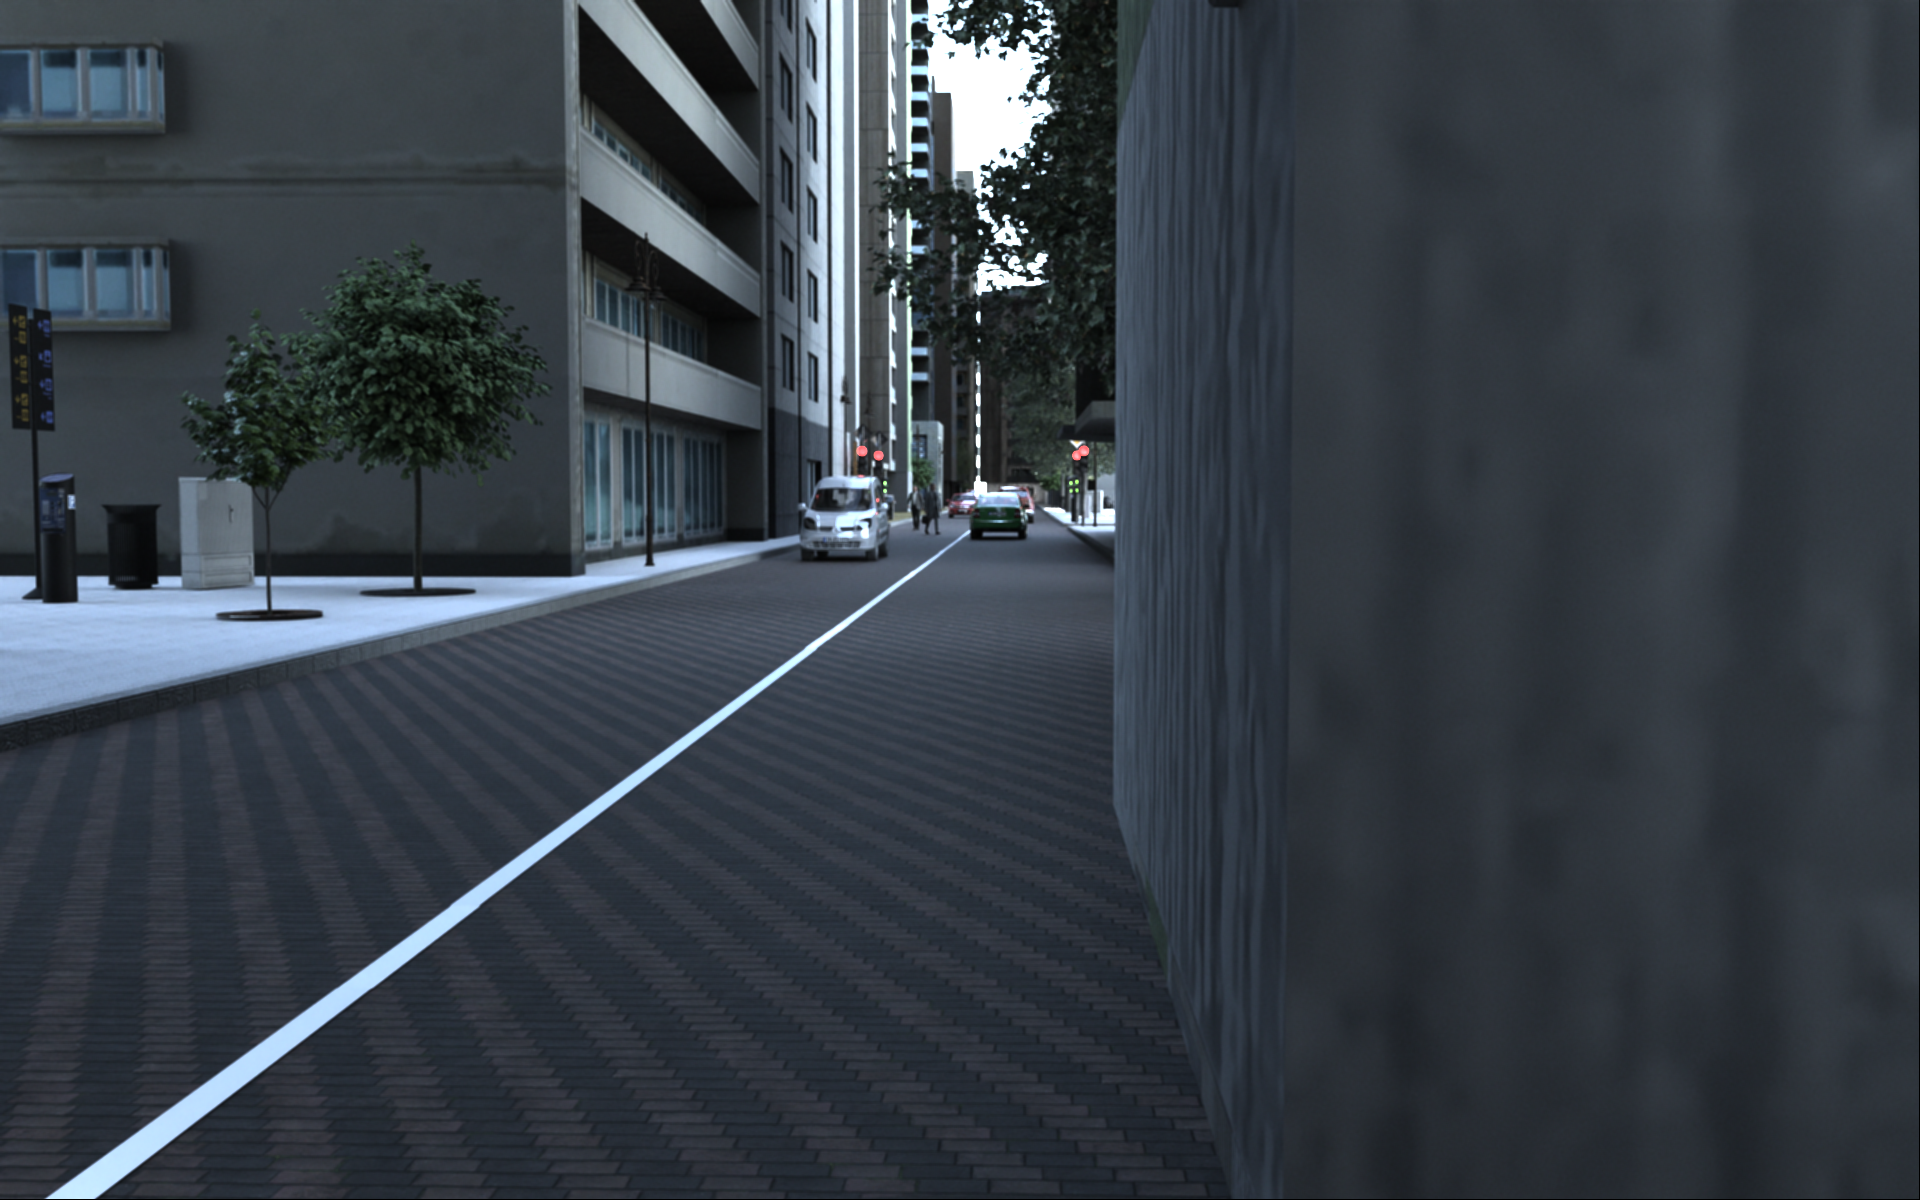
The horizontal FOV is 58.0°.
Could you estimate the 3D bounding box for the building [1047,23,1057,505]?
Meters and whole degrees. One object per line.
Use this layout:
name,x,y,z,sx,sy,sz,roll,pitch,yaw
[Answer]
building,21.311,-40.996,212.289,21.231,58.520,28.212,0,4,2

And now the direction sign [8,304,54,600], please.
direction sign,-11.277,-1.781,21.109,0.379,3.537,0.876,0,4,1

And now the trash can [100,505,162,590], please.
trash can,-11.181,-0.719,23.401,0.748,1.137,0.748,0,3,0

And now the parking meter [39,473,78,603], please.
parking meter,-10.657,-0.738,20.470,0.372,1.533,0.369,0,3,0

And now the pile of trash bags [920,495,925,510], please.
pile of trash bags,-3.356,-7.851,138.109,1.912,1.369,3.447,2,4,30

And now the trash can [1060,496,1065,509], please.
trash can,8.613,-8.104,144.156,0.748,1.137,0.748,0,3,0

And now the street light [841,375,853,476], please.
street light,-4.434,-5.762,66.995,0.468,5.910,1.993,0,4,2

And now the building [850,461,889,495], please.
building,-20.407,-24.593,93.980,32.217,40.220,23.993,0,4,2

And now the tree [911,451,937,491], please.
tree,-3.424,-9.001,130.884,4.285,4.588,4.351,0,3,0

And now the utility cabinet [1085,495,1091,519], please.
utility cabinet,6.730,-4.902,91.314,0.306,1.237,1.020,0,4,7

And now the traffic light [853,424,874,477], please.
traffic light,-3.841,-4.886,68.808,0.839,4.253,0.868,0,4,2

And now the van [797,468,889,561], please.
van,-2.533,-1.927,38.511,2.013,2.044,4.112,0,4,2

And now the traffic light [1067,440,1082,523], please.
traffic light,5.142,-5.357,76.503,0.839,4.253,0.868,0,4,2

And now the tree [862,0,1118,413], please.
tree,3.943,-6.499,23.273,9.611,12.733,9.660,0,3,0

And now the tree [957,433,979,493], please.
tree,0.185,-15.320,200.837,4.737,8.622,4.395,0,3,0

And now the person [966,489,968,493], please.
person,0.545,-6.993,123.241,0.834,1.777,0.661,-1,4,-18

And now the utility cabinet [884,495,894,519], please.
utility cabinet,-3.860,-4.669,87.504,1.020,1.237,0.306,-2,4,-24

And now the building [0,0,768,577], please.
building,-16.288,-25.226,36.143,21.300,48.544,21.600,0,4,2

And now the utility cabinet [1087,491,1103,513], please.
utility cabinet,8.782,-6.432,113.838,1.173,1.500,0.318,2,4,28

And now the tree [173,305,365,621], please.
tree,-7.299,-1.425,17.900,1.663,3.219,1.824,0,3,0

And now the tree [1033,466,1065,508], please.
tree,8.243,-10.498,155.356,4.285,4.588,4.351,0,3,0

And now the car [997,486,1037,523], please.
car,2.692,-4.757,86.458,2.281,1.827,5.304,0,4,3

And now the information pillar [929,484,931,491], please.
information pillar,-1.955,-7.130,121.065,0.304,2.012,0.304,1,4,13

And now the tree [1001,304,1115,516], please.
tree,7.587,-13.043,119.914,9.857,13.997,8.962,0,3,0

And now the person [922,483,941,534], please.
person,-0.971,-3.243,61.630,0.694,1.812,0.767,-2,4,-27

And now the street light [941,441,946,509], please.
street light,-1.444,-10.855,150.272,0.468,5.910,1.993,0,4,2

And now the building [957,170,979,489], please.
building,-8.242,-38.064,246.052,21.600,48.544,21.300,0,4,2

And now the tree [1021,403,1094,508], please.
tree,8.348,-14.052,147.871,7.486,12.596,7.792,0,3,0

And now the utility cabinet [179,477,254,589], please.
utility cabinet,-10.100,-0.912,23.585,0.318,1.500,1.173,1,4,12

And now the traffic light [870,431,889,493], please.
traffic light,-3.564,-5.374,76.788,0.839,4.253,0.868,0,4,2

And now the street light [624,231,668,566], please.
street light,-5.546,-3.547,30.780,0.468,5.910,1.993,0,4,2

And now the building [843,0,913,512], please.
building,-10.792,-26.730,120.622,14.154,41.232,14.086,0,4,2

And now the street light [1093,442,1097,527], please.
street light,5.292,-5.803,67.674,0.468,5.910,1.993,0,4,2

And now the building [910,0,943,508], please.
building,-12.538,-52.190,165.970,22.319,86.520,31.000,0,4,2

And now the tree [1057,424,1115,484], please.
tree,8.358,-10.916,128.846,4.737,8.622,4.395,0,3,0

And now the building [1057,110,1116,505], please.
building,23.929,-35.475,169.249,28.713,52.752,27.495,0,4,2

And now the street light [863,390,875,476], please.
street light,-4.031,-6.377,77.048,0.468,5.910,1.993,0,4,2

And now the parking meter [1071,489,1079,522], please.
parking meter,5.254,-4.316,78.983,0.372,1.533,0.369,0,3,0

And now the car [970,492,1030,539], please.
car,1.300,-2.925,56.616,1.959,1.807,4.718,0,4,3

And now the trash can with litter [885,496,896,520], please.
trash can with litter,-3.524,-4.524,85.347,0.624,1.170,1.055,0,4,4

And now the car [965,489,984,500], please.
car,1.148,-7.923,138.209,2.281,1.827,5.304,0,4,0

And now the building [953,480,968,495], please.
building,-13.727,-34.374,216.646,28.867,44.769,22.147,0,4,2

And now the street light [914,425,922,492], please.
street light,-2.770,-8.620,113.730,0.468,5.910,1.993,0,4,2

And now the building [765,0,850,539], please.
building,-15.079,-37.901,57.940,20.611,71.187,20.563,0,4,2

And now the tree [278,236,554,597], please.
tree,-6.935,-2.352,22.171,4.285,4.588,4.351,0,3,0

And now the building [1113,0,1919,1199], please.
building,7.779,-19.852,8.178,14.154,41.232,14.086,0,4,2

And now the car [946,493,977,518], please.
car,0.243,-5.858,104.811,2.155,1.783,4.494,0,4,2

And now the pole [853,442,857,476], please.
pole,-4.067,-4.497,67.369,0.158,3.312,0.155,0,3,0

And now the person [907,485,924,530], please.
person,-1.786,-3.693,69.276,0.661,1.777,0.834,0,4,1

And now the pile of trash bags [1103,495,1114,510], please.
pile of trash bags,12.946,-8.284,145.190,1.912,1.369,3.447,1,4,20

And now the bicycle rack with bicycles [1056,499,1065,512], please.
bicycle rack with bicycles,8.211,-6.870,125.710,2.852,0.926,2.925,-2,4,-24

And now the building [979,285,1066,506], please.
building,9.646,-28.776,242.183,14.107,30.474,14.160,0,4,2

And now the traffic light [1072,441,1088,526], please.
traffic light,4.865,-4.869,68.523,0.839,4.253,0.868,0,4,2

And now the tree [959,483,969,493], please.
tree,0.372,-14.367,229.494,1.663,3.219,1.824,0,3,0

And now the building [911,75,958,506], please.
building,-7.523,-32.998,189.626,14.600,45.320,14.200,0,4,2
